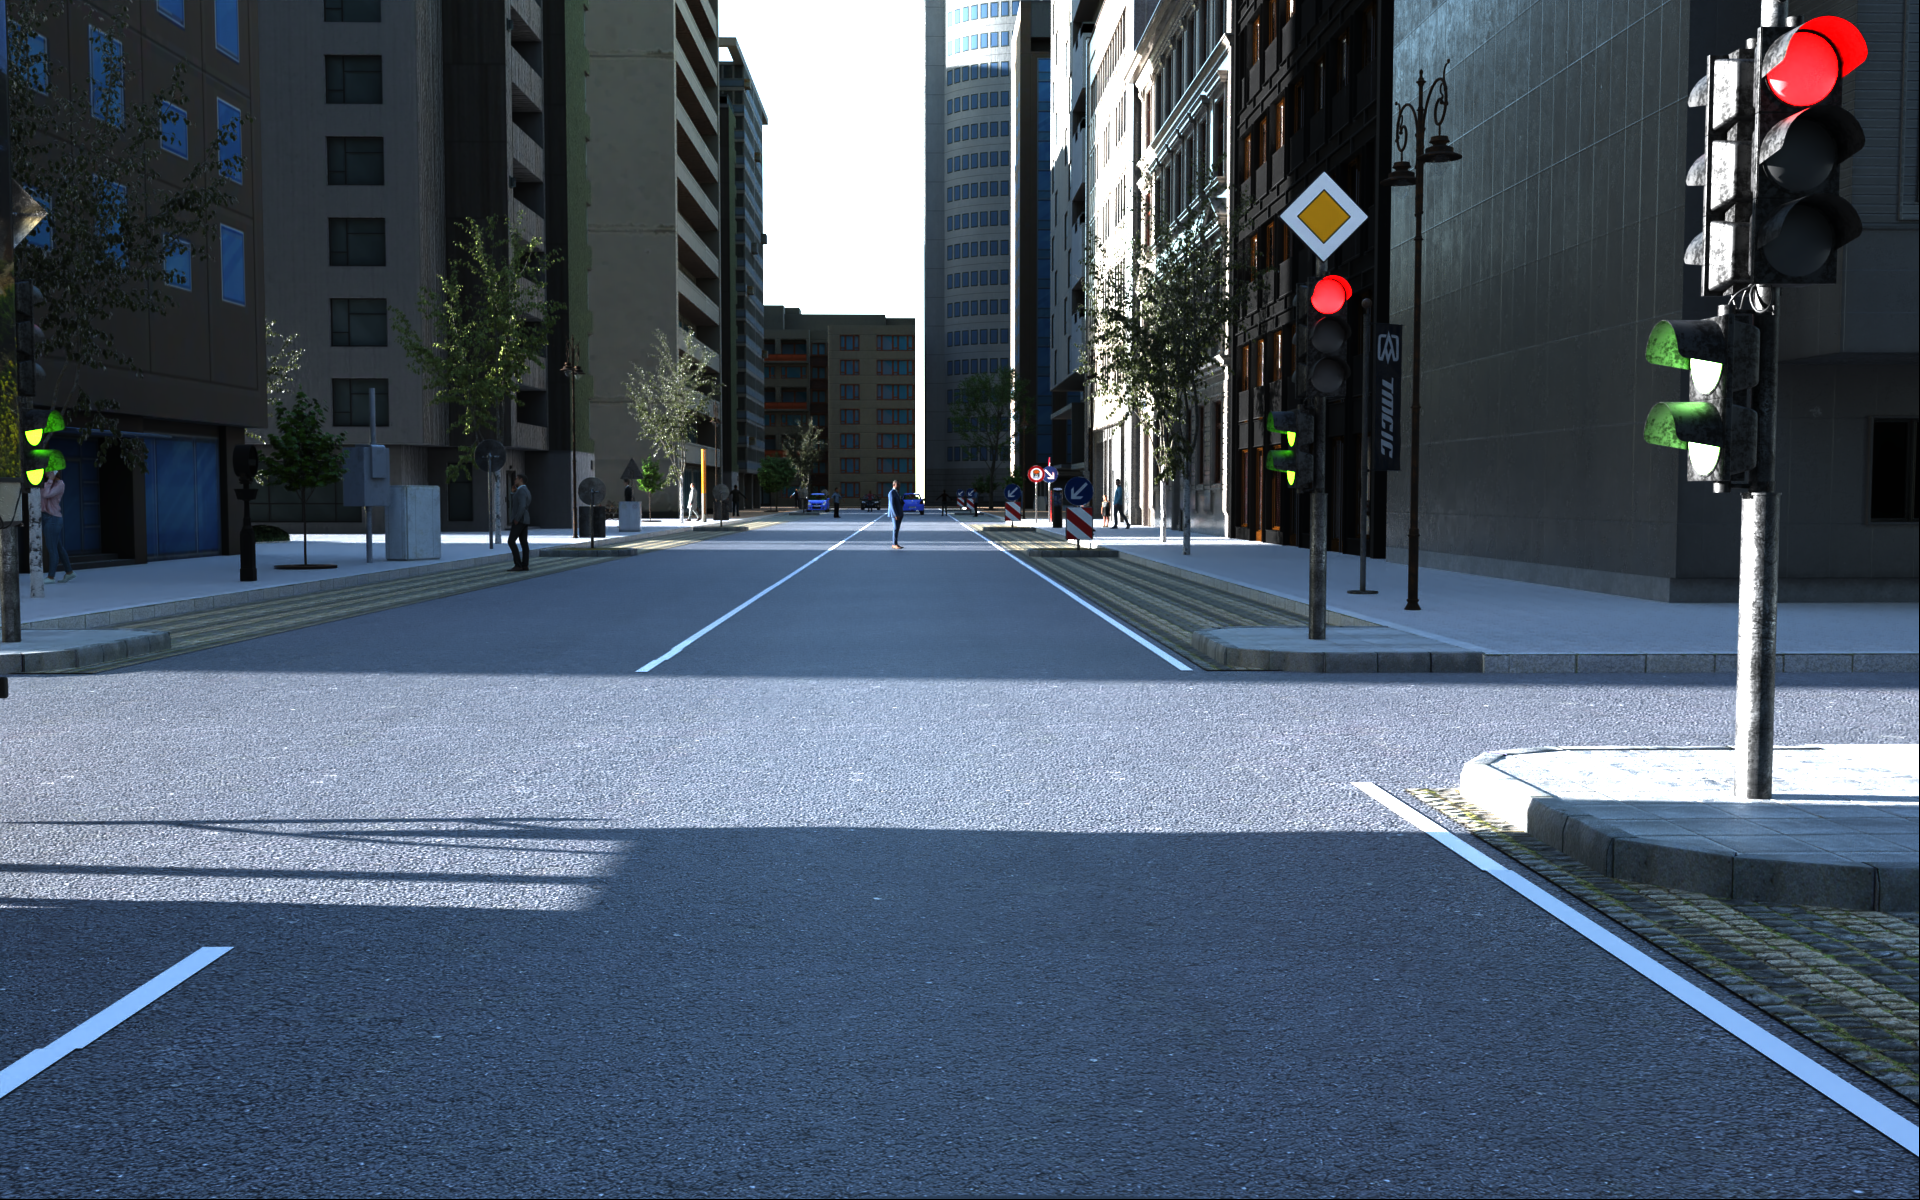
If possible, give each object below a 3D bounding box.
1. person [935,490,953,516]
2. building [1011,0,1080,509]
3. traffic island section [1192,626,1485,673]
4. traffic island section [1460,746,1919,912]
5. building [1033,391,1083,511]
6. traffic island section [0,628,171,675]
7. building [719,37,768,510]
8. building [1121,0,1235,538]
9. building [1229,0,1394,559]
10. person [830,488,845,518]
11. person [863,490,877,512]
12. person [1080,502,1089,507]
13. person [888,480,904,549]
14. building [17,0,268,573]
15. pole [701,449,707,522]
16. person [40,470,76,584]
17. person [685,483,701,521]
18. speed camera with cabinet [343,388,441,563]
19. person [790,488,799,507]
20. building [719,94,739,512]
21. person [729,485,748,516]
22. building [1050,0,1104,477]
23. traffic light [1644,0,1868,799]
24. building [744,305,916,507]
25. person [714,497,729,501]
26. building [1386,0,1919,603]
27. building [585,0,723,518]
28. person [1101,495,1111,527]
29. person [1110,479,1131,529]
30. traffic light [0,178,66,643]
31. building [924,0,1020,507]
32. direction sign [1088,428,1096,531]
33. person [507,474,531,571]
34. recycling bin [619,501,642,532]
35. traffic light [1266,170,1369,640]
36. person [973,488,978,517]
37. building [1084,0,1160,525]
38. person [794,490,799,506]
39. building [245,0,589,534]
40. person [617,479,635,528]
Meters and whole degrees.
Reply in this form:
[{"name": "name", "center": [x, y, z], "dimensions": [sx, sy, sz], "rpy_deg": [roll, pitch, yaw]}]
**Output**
[{"name": "person", "center": [-1.035, -6.386, 113.732], "dimensions": [1.217, 1.723, 0.721], "rpy_deg": [-1, 4, -10]}, {"name": "building", "center": [11.868, -30.945, 156.053], "dimensions": [14.600, 45.320, 14.200], "rpy_deg": [0, 4, -1]}, {"name": "traffic island section", "center": [3.183, 0.425, 15.330], "dimensions": [2.009, 0.180, 2.903], "rpy_deg": [0, 4, -1]}, {"name": "traffic island section", "center": [3.384, 0.913, 7.347], "dimensions": [2.009, 0.180, 2.903], "rpy_deg": [0, 4, -1]}, {"name": "building", "center": [22.427, -27.249, 137.408], "dimensions": [32.217, 40.220, 23.993], "rpy_deg": [0, 4, -1]}, {"name": "traffic island section", "center": [-8.255, 0.442, 15.046], "dimensions": [2.009, 0.180, 2.903], "rpy_deg": [0, 4, -1]}, {"name": "building", "center": [-28.800, -27.828, 146.875], "dimensions": [23.993, 40.220, 32.217], "rpy_deg": [0, 4, -1]}, {"name": "building", "center": [12.593, -13.701, 60.164], "dimensions": [11.583, 22.565, 21.152], "rpy_deg": [0, 4, -1]}, {"name": "building", "center": [14.151, -12.969, 41.715], "dimensions": [12.332, 23.373, 15.834], "rpy_deg": [0, 4, -1]}, {"name": "person", "center": [-7.460, -5.904, 105.010], "dimensions": [0.705, 1.826, 1.348], "rpy_deg": [2, 4, 35]}, {"name": "person", "center": [-7.321, -8.023, 140.388], "dimensions": [1.217, 1.743, 0.721], "rpy_deg": [-1, 4, -20]}, {"name": "person", "center": [4.898, -3.791, 68.421], "dimensions": [0.834, 1.777, 0.661], "rpy_deg": [3, 5, 39]}, {"name": "person", "center": [-1.688, -2.260, 45.633], "dimensions": [0.419, 1.800, 0.721], "rpy_deg": [0, 4, 7]}, {"name": "building", "center": [-21.658, -23.169, 28.919], "dimensions": [14.600, 45.320, 14.200], "rpy_deg": [0, 4, -1]}, {"name": "pole", "center": [-11.629, -5.186, 78.641], "dimensions": [0.158, 3.312, 0.155], "rpy_deg": [0, 3, 0]}, {"name": "person", "center": [-12.995, -1.116, 24.883], "dimensions": [0.593, 1.750, 0.643], "rpy_deg": [3, 5, 40]}, {"name": "person", "center": [-12.652, -4.638, 81.969], "dimensions": [0.767, 1.812, 0.694], "rpy_deg": [0, 4, 2]}, {"name": "speed camera with cabinet", "center": [-10.849, -2.371, 33.097], "dimensions": [0.660, 3.252, 2.038], "rpy_deg": [2, 4, 25]}, {"name": "person", "center": [-15.596, -9.761, 165.616], "dimensions": [1.348, 1.826, 0.705], "rpy_deg": [1, 4, 18]}, {"name": "building", "center": [-23.105, -21.266, 119.401], "dimensions": [14.160, 30.474, 14.107], "rpy_deg": [0, 4, -1]}, {"name": "person", "center": [-12.921, -5.734, 99.811], "dimensions": [1.348, 1.821, 0.705], "rpy_deg": [0, 4, 3]}, {"name": "building", "center": [20.180, -31.897, 110.748], "dimensions": [28.713, 52.752, 27.495], "rpy_deg": [0, 4, -1]}, {"name": "traffic light", "center": [3.344, -1.120, 7.232], "dimensions": [0.839, 4.253, 0.868], "rpy_deg": [0, 4, -1]}, {"name": "building", "center": [-19.336, -21.147, 190.785], "dimensions": [28.899, 21.520, 27.650], "rpy_deg": [0, 4, -1]}, {"name": "person", "center": [-13.906, -5.764, 101.115], "dimensions": [1.217, 1.723, 0.721], "rpy_deg": [3, 5, 41]}, {"name": "building", "center": [23.125, -12.617, 25.348], "dimensions": [30.058, 24.678, 14.314], "rpy_deg": [0, 4, -1]}, {"name": "building", "center": [-25.717, -29.118, 99.784], "dimensions": [21.300, 48.544, 21.600], "rpy_deg": [0, 4, -1]}, {"name": "person", "center": [5.658, -3.450, 67.115], "dimensions": [0.362, 1.253, 0.373], "rpy_deg": [2, 4, 30]}, {"name": "person", "center": [5.904, -3.545, 63.859], "dimensions": [0.748, 1.841, 0.638], "rpy_deg": [1, 4, 19]}, {"name": "traffic light", "center": [-8.215, -1.590, 14.913], "dimensions": [0.839, 4.253, 0.868], "rpy_deg": [0, 4, -1]}, {"name": "building", "center": [10.261, -39.436, 186.774], "dimensions": [28.212, 58.520, 21.231], "rpy_deg": [0, 4, -1]}, {"name": "direction sign", "center": [4.482, -4.127, 59.481], "dimensions": [0.379, 3.537, 0.876], "rpy_deg": [1, 4, 12]}, {"name": "person", "center": [-8.172, -1.431, 32.071], "dimensions": [0.473, 1.802, 0.592], "rpy_deg": [1, 4, 12]}, {"name": "recycling bin", "center": [-11.273, -2.854, 59.214], "dimensions": [0.722, 1.027, 0.722], "rpy_deg": [0, 4, -6]}, {"name": "traffic light", "center": [3.142, -1.608, 15.215], "dimensions": [0.839, 4.253, 0.868], "rpy_deg": [0, 4, -1]}, {"name": "person", "center": [0.960, -6.126, 108.642], "dimensions": [0.705, 1.826, 1.348], "rpy_deg": [0, 4, 2]}, {"name": "building", "center": [12.783, -16.061, 80.611], "dimensions": [12.078, 24.808, 19.932], "rpy_deg": [0, 4, -1]}, {"name": "person", "center": [-14.709, -9.138, 156.918], "dimensions": [0.593, 1.643, 0.415], "rpy_deg": [-1, 4, -19]}, {"name": "building", "center": [-21.356, -17.694, 61.004], "dimensions": [14.160, 30.474, 14.107], "rpy_deg": [0, 4, -1]}, {"name": "person", "center": [-12.337, -3.570, 64.189], "dimensions": [0.755, 1.850, 0.659], "rpy_deg": [0, 4, -8]}]
